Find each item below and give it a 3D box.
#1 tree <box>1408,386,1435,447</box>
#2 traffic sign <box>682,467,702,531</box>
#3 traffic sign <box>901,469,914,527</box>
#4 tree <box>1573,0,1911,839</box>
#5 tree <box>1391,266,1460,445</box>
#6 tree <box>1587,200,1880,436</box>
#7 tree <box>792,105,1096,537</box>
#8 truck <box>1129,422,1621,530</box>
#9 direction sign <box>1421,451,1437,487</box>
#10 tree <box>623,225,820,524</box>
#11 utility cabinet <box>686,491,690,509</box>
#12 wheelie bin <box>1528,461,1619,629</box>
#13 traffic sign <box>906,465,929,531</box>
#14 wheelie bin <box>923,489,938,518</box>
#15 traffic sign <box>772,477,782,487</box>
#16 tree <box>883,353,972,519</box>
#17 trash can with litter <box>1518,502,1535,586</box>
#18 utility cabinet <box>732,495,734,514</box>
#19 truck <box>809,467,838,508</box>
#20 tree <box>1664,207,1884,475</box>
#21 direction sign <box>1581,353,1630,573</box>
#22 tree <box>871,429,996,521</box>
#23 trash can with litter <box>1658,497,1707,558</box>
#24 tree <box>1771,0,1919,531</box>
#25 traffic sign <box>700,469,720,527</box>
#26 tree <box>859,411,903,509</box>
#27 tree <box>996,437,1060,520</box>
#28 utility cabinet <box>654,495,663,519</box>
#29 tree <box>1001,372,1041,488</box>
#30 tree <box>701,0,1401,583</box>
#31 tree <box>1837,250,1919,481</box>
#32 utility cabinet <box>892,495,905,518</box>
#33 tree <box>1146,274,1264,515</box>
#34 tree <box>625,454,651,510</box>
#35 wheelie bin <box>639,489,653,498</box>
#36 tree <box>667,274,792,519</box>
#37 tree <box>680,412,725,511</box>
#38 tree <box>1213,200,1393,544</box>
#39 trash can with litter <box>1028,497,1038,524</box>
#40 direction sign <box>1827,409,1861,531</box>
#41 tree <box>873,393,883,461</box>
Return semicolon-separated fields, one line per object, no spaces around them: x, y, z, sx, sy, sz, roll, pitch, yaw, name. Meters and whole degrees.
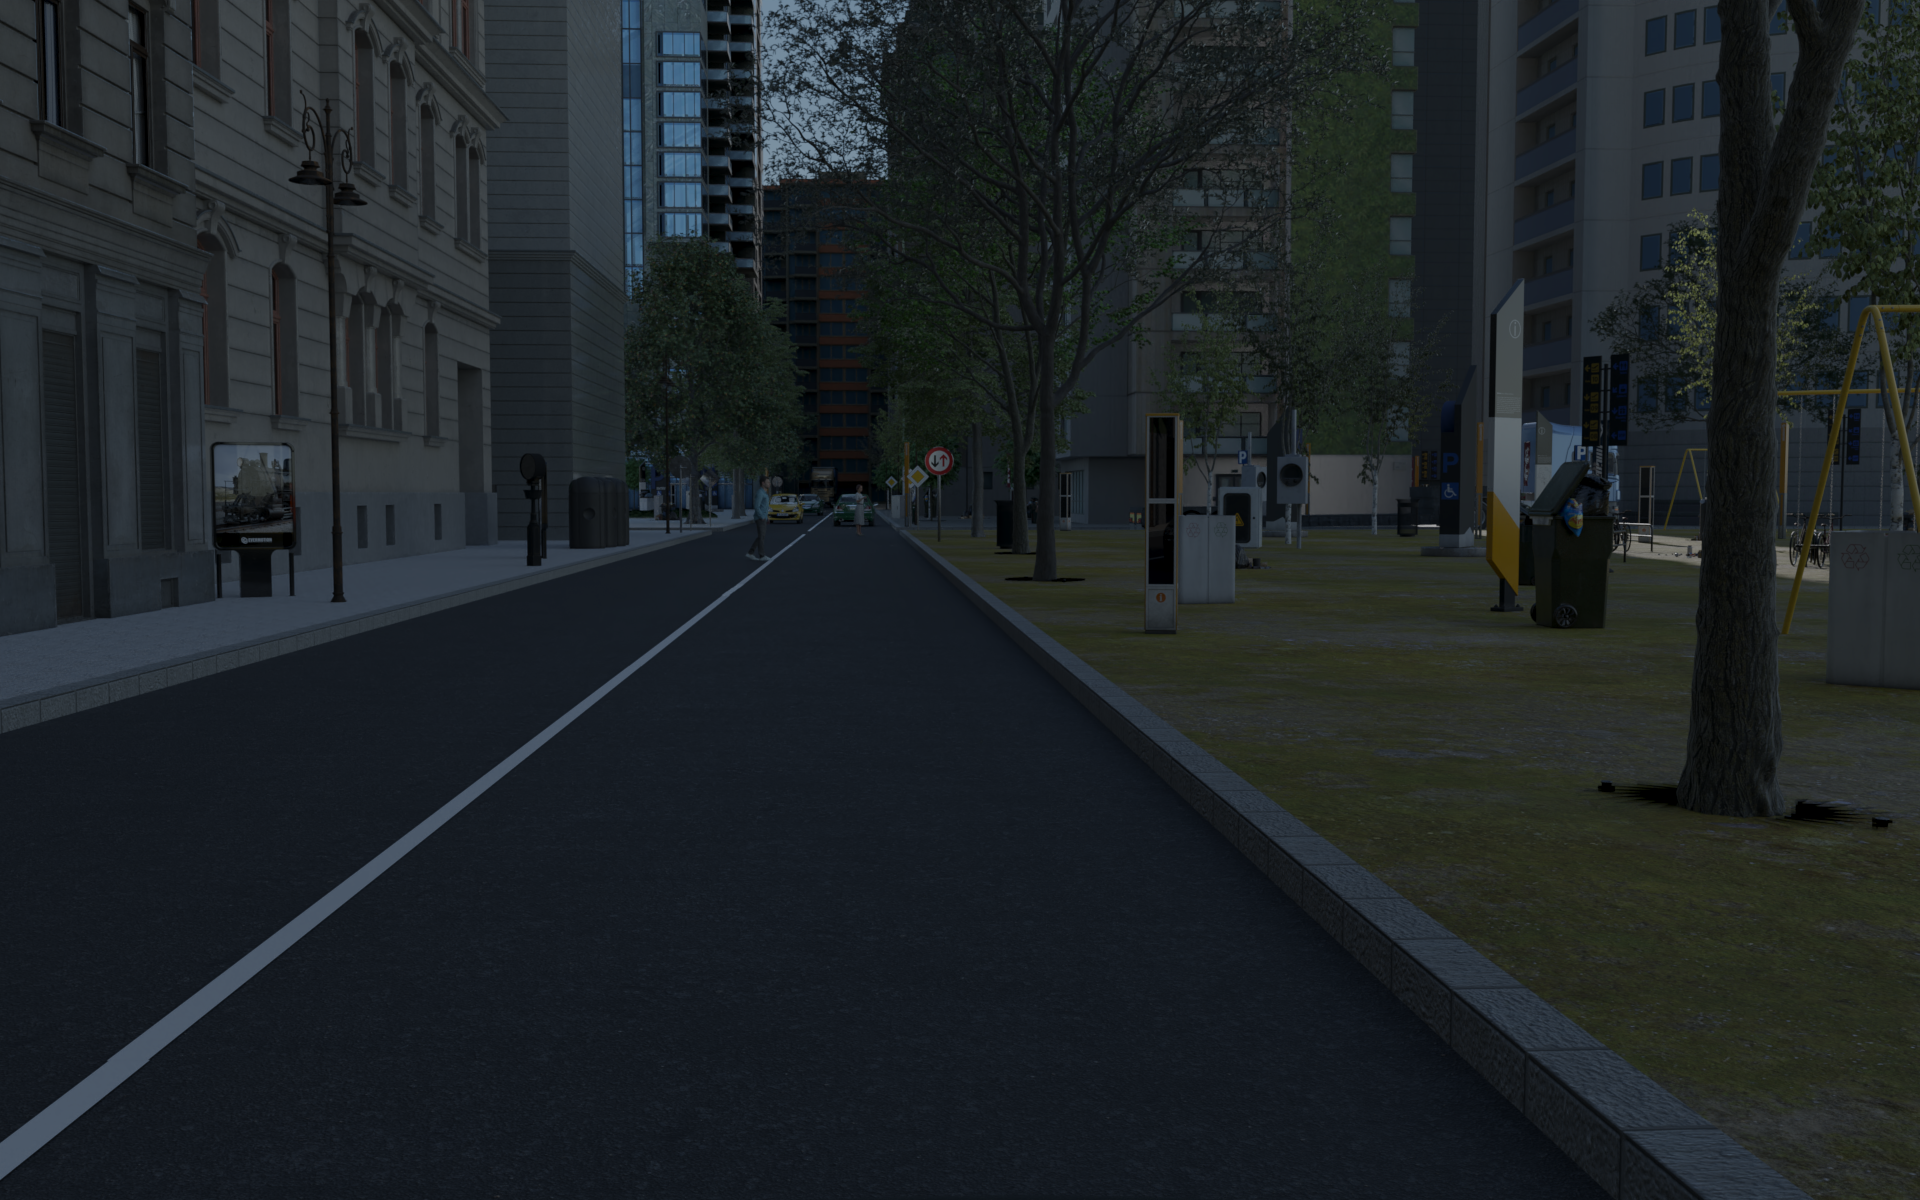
20.764;-8.238;85.049;4.737;8.622;4.395;0;3;0;tree
-9.300;-3.435;59.802;0.795;2.450;0.064;0;4;-3;traffic sign
-1.945;-3.950;68.219;0.795;2.450;0.064;0;4;-3;traffic sign
3.319;-4.950;6.684;9.928;11.665;9.643;0;3;0;tree
13.406;-6.398;54.963;4.360;8.622;3.978;0;3;0;tree
24.428;-7.333;54.308;8.767;10.594;7.601;0;3;0;tree
0.103;-8.149;51.358;7.486;12.596;7.792;0;3;0;tree
15.799;-4.577;64.588;18.799;4.110;2.967;0;4;-5;truck
24.572;-6.041;90.763;0.876;3.537;0.379;-1;4;-11;direction sign
-11.506;-9.602;74.005;9.611;12.733;9.660;0;3;0;tree
-17.344;-6.344;112.410;0.318;1.500;1.173;2;4;24;utility cabinet
5.926;-0.541;16.760;0.693;1.594;0.980;0;4;-2;wheelie bin
-1.468;-3.462;60.248;0.795;2.450;0.064;0;4;-3;traffic sign
-1.587;-5.268;94.040;0.693;1.594;0.980;1;4;16;wheelie bin
-13.439;-7.785;127.384;0.768;2.556;0.104;0;4;6;traffic sign
-1.280;-8.423;88.080;4.737;8.622;4.395;0;3;0;tree
8.242;-0.789;24.293;1.055;1.170;0.624;2;4;32;trash can with litter
-13.156;-5.589;102.540;0.306;1.237;1.020;1;4;19;utility cabinet
-14.267;-11.823;182.226;2.839;4.237;11.283;0;4;-2;truck
18.868;-5.595;41.841;4.360;8.622;3.978;0;3;0;tree
10.530;-2.221;28.314;0.379;3.537;0.876;-2;4;-32;direction sign
-1.328;-6.029;82.293;4.285;4.588;4.351;0;3;0;tree
15.077;-1.483;35.313;1.678;1.210;2.233;2;4;26;trash can with litter
11.591;-4.320;20.997;4.737;8.622;4.395;0;3;0;tree
-9.777;-3.922;67.773;0.795;2.450;0.064;0;4;-3;traffic sign
-6.569;-12.333;152.008;4.360;8.622;3.978;0;3;0;tree
3.206;-6.279;86.367;4.285;4.588;4.351;0;3;0;tree
-15.557;-4.781;89.336;0.306;1.237;1.020;0;4;0;utility cabinet
4.640;-9.003;97.559;4.360;8.622;3.978;0;3;0;tree
1.376;-7.027;25.257;12.009;13.543;11.850;0;3;0;tree
24.452;-5.596;41.860;4.360;8.622;3.978;0;3;0;tree
-3.302;-4.957;92.213;0.306;1.237;1.020;-2;4;-28;utility cabinet
8.376;-6.607;58.389;4.737;8.622;4.395;0;3;0;tree
-26.313;-9.570;140.181;4.285;4.588;4.351;0;3;0;tree
-21.038;-6.604;115.887;0.980;1.594;0.693;1;4;9;wheelie bin
-11.697;-10.490;89.633;7.486;12.596;7.792;0;3;0;tree
-17.131;-10.190;116.973;4.737;8.622;4.395;0;3;0;tree
8.678;-5.744;44.271;4.360;8.622;3.978;0;3;0;tree
3.500;-3.877;74.781;1.055;1.170;0.624;-2;4;-24;trash can with litter
23.577;-3.319;46.265;0.379;3.537;0.876;-3;4;-36;direction sign
-2.504;-8.928;96.341;4.737;8.622;4.395;0;3;0;tree
